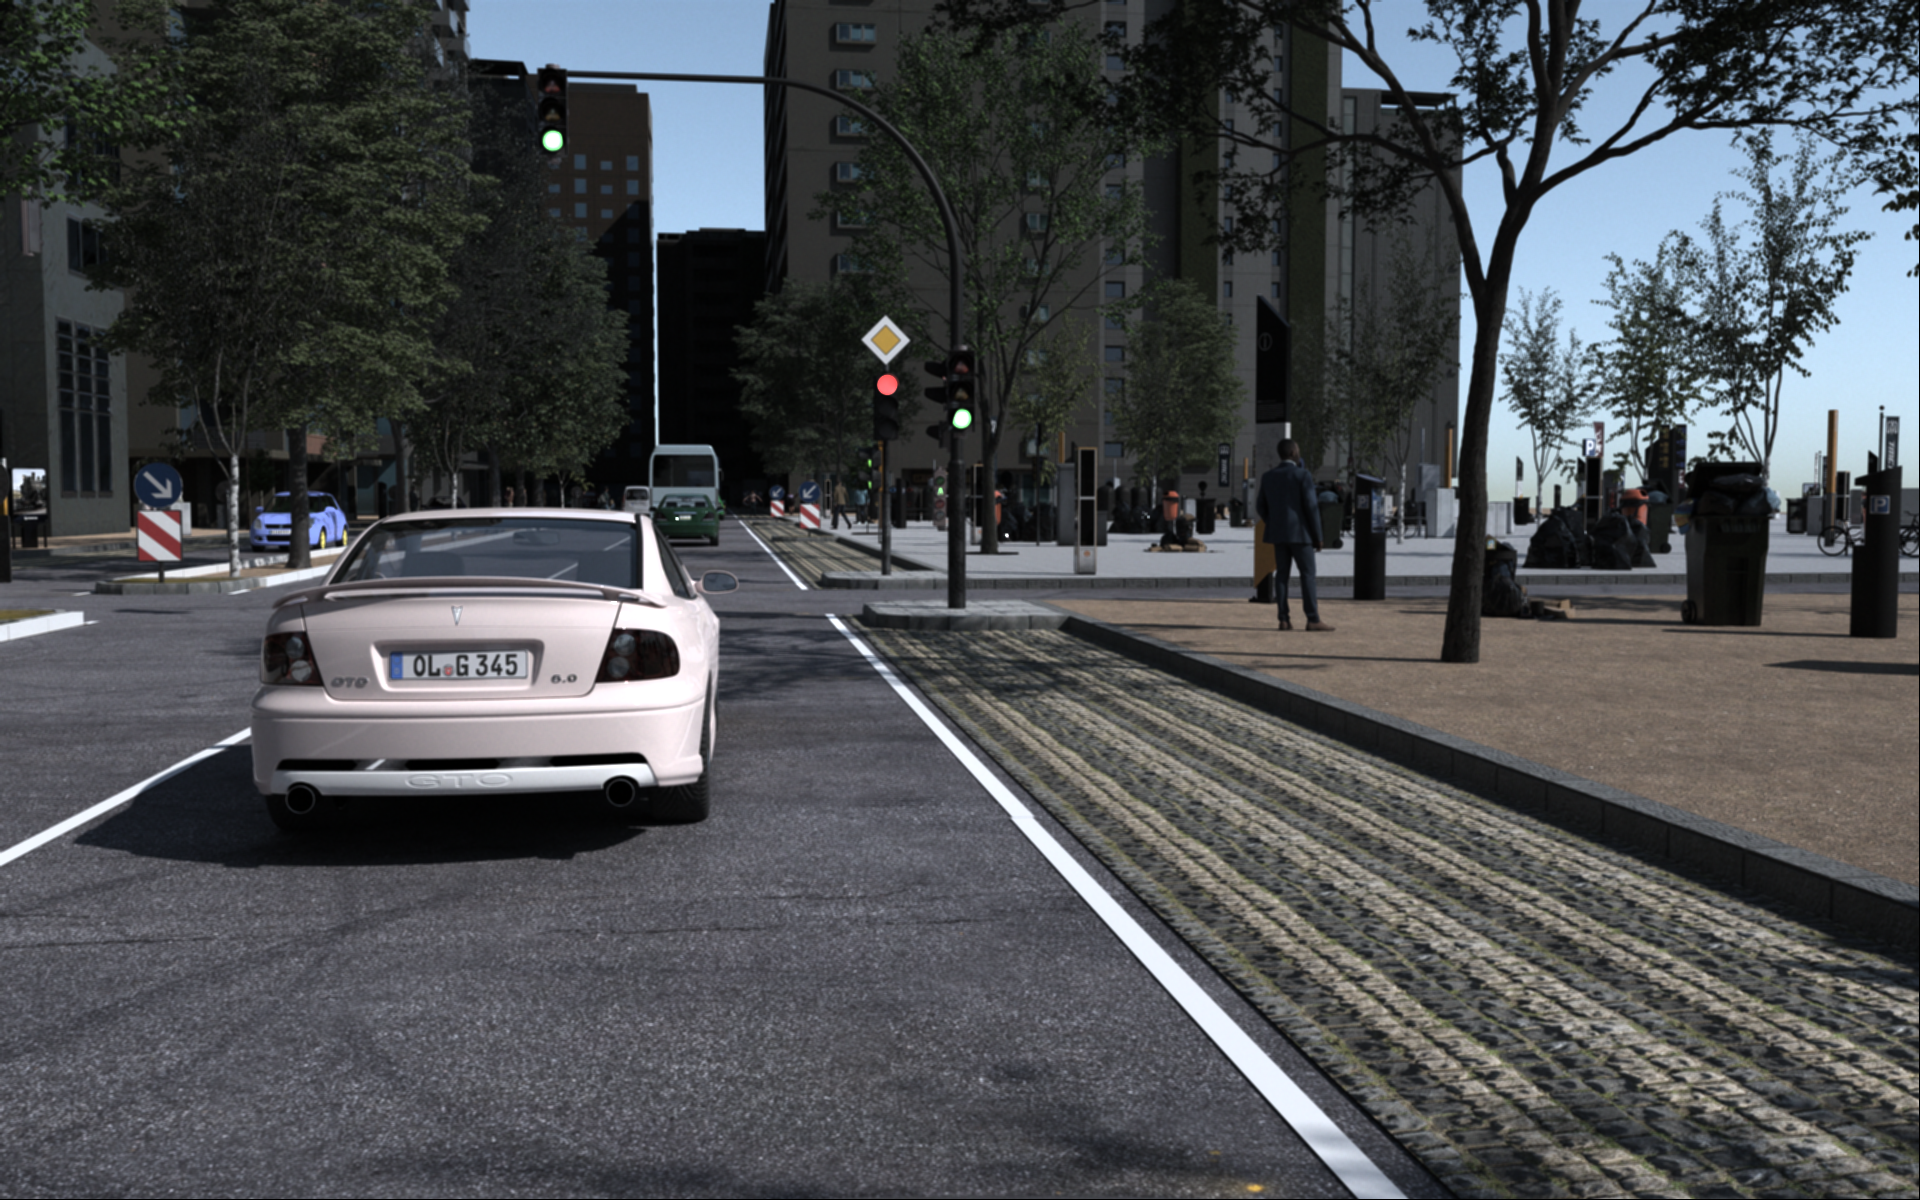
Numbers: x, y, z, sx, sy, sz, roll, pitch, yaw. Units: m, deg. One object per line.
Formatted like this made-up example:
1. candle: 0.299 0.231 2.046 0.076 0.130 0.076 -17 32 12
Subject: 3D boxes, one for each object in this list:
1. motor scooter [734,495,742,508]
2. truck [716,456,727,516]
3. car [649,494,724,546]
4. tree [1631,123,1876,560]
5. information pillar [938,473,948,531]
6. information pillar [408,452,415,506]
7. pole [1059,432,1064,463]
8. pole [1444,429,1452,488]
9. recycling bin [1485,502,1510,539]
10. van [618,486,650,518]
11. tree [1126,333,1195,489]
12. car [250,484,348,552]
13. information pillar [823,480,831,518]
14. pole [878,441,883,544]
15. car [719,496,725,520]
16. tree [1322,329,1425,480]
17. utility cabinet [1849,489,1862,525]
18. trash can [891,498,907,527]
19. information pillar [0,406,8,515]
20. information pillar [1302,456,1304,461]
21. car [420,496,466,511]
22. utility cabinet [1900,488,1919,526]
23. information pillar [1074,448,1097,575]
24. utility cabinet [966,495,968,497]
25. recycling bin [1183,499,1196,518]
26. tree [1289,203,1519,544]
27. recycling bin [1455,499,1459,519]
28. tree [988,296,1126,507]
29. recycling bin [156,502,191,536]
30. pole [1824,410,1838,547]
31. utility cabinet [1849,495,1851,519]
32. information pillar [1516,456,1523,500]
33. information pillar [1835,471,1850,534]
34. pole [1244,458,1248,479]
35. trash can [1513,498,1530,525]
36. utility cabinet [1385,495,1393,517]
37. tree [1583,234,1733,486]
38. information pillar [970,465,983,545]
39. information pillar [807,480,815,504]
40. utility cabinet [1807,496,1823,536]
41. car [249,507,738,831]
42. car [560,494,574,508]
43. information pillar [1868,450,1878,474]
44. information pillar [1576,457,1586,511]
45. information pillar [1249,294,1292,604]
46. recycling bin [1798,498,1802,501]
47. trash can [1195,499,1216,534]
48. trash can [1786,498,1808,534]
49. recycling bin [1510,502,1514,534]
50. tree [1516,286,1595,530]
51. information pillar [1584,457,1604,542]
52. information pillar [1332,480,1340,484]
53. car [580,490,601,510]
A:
1. motor scooter: -21.162 -9.323 165.210 0.815 1.314 1.986 -1 4 -8
2. truck: -17.327 -7.827 117.730 2.967 4.110 18.799 -1 4 -9
3. car: -7.727 -2.270 48.908 2.131 1.459 4.920 0 4 -8
4. tree: 15.648 -5.112 33.949 4.360 8.622 3.978 0 3 0
5. information pillar: -0.574 -3.397 60.040 0.304 2.012 0.304 2 4 27
6. information pillar: -29.218 -6.176 92.329 0.183 3.616 0.504 -3 5 -45
7. pole: 3.330 -3.855 56.878 0.158 3.312 0.155 0 3 0
8. pole: 15.285 -3.695 54.258 0.158 3.312 0.155 0 3 0
9. recycling bin: 15.347 -2.305 50.238 0.722 1.027 0.722 -1 4 -17
10. van: -17.163 -5.207 92.154 2.013 2.044 4.112 -1 4 -10
11. tree: 8.471 -7.801 77.902 4.737 8.622 4.395 0 3 0
12. car: -16.739 -2.098 43.896 1.945 1.707 3.694 0 4 -7
13. information pillar: -7.002 -5.310 91.311 0.304 2.012 0.304 -2 4 -25
14. pole: -2.039 -3.124 44.913 0.158 3.312 0.155 0 3 0
15. car: -13.923 -5.302 95.480 1.959 1.807 4.718 -1 4 -9
16. tree: 18.347 -7.680 75.934 4.737 8.622 4.395 0 3 0
17. utility cabinet: 36.916 -3.811 70.990 0.318 1.500 1.173 0 4 4
18. trash can: -2.409 -3.454 68.120 0.748 1.137 0.748 0 3 0
19. information pillar: -22.234 -2.975 39.998 0.504 3.616 0.183 2 4 24
20. information pillar: 20.790 -6.995 105.726 0.504 3.616 0.183 -1 4 -12
21. car: -22.772 -3.911 76.519 1.945 1.354 3.894 -1 4 -10
22. utility cabinet: 36.028 -3.502 65.940 1.173 1.500 0.318 2 4 29
23. information pillar: 1.995 -1.411 27.570 0.304 2.012 0.304 -1 4 -8
24. utility cabinet: 0.295 -5.643 103.427 0.306 1.237 1.020 1 4 8
25. recycling bin: 11.110 -4.317 83.130 0.722 1.027 0.722 0 4 -3
26. tree: 11.211 -5.748 44.348 4.360 8.622 3.978 0 3 0
27. recycling bin: 25.673 -4.730 89.888 0.722 1.027 0.722 -1 4 -22
28. tree: 3.307 -6.939 63.819 4.737 8.622 4.395 0 3 0
29. recycling bin: -24.026 -2.469 52.921 0.722 1.027 0.722 2 4 28
30. pole: 21.179 -2.952 42.104 0.158 3.312 0.155 0 3 0
31. utility cabinet: 46.062 -4.798 89.610 0.306 1.237 1.020 2 4 33
32. information pillar: 34.677 -7.097 107.396 0.504 3.616 0.183 -2 4 -30
33. information pillar: 28.579 -3.156 56.086 0.304 2.012 0.304 -3 4 -38
34. pole: 16.136 -6.363 97.886 0.158 3.312 0.155 0 3 0
35. trash can: 23.280 -3.680 71.822 0.748 1.137 0.748 0 3 0
36. utility cabinet: 23.942 -5.286 97.580 1.020 1.237 0.306 -3 4 -37
37. tree: 19.987 -6.102 50.129 4.737 8.622 4.395 0 3 0
38. information pillar: 0.449 -2.385 43.489 0.304 2.012 0.304 -1 4 -19
39. information pillar: -7.959 -5.372 92.325 0.304 2.012 0.304 3 5 42
40. utility cabinet: 26.378 -2.563 53.066 0.306 1.237 1.020 0 4 -6
41. car: -2.182 0.215 8.848 2.083 1.381 4.827 0 4 -7
42. car: -38.856 -10.025 172.701 1.959 1.807 4.718 0 4 -7
43. information pillar: 48.319 -6.140 91.744 0.504 3.616 0.183 2 4 35
44. information pillar: 38.696 -7.132 107.962 0.504 3.616 0.183 2 4 34
45. information pillar: 3.646 -1.768 20.256 0.183 3.616 0.504 -3 4 -37
46. recycling bin: 52.980 -5.875 108.607 0.722 1.027 0.722 -2 4 -33
47. trash can: 7.860 -2.681 55.484 0.748 1.137 0.748 0 3 0
48. trash can: 26.960 -2.698 55.767 0.748 1.137 0.748 0 3 0
49. recycling bin: 17.469 -2.649 55.871 0.722 1.027 0.722 1 4 23
50. tree: 20.584 -6.759 60.875 4.360 8.622 3.978 0 3 0
51. information pillar: 12.513 -1.818 34.209 0.304 2.012 0.304 2 4 27
52. information pillar: 20.114 -5.397 92.736 0.304 2.012 0.304 -2 4 -27
53. car: -32.089 -8.587 149.066 2.281 1.827 5.304 0 4 -8
